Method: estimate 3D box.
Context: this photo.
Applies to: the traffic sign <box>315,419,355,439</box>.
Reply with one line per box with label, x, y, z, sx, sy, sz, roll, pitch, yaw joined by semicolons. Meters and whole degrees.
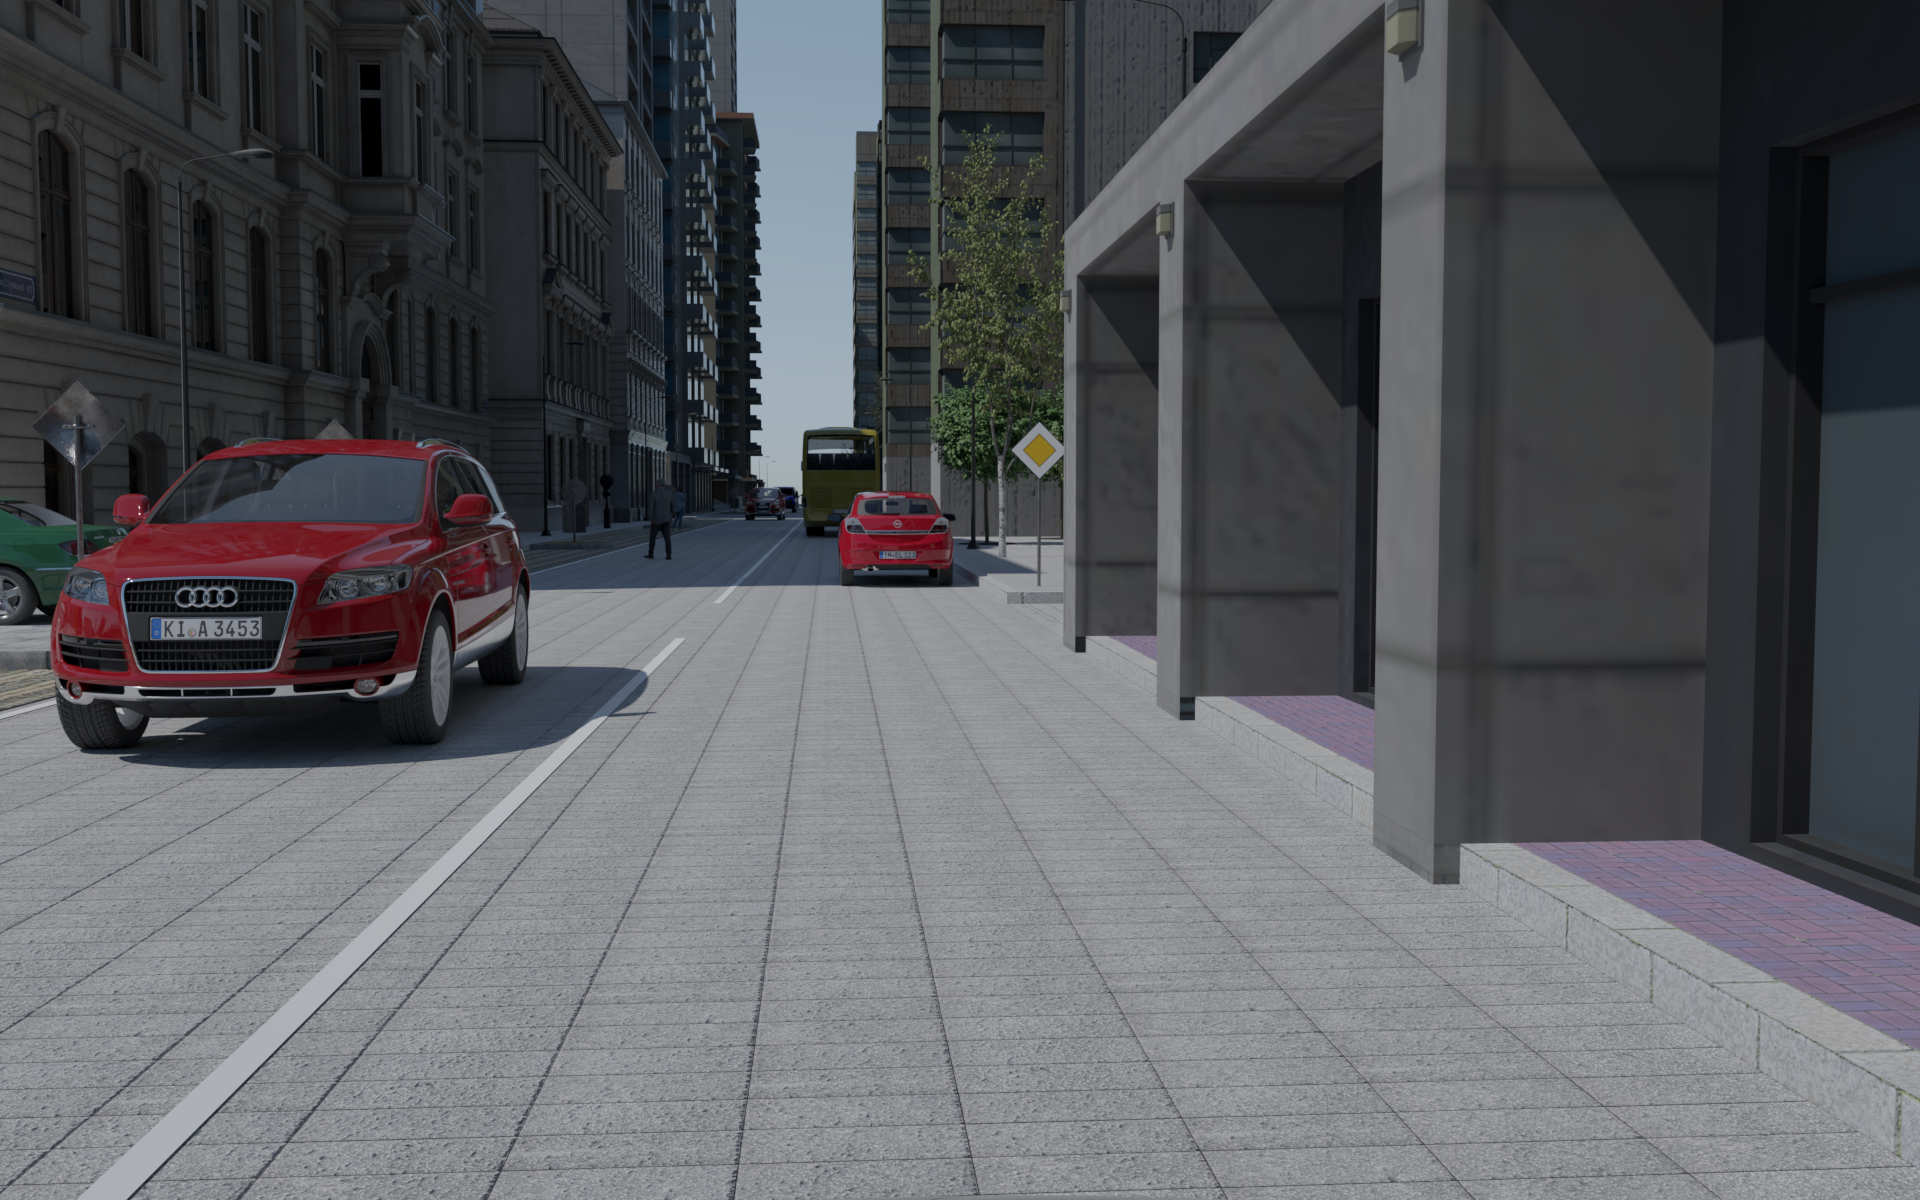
traffic sign;-8.421;-1.206;23.363;0.795;2.450;0.064;0;4;-4

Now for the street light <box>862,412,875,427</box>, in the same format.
street light;-4.702;-7.710;98.605;1.470;5.913;1.316;0;4;-4

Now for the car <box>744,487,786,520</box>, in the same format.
car;-10.745;-5.330;95.817;2.281;1.827;5.304;0;4;-3

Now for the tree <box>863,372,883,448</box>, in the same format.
tree;-2.988;-8.861;95.236;4.360;8.622;3.978;0;3;0

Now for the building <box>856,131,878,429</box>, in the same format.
building;-4.898;-31.499;198.607;14.154;41.232;14.086;0;4;-4

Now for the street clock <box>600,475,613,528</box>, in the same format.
street clock;-13.187;-3.675;64.653;0.471;2.002;0.358;2;4;26

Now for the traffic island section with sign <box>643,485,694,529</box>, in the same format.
traffic island section with sign;-12.118;-3.885;72.142;1.989;1.847;2.006;0;4;-4

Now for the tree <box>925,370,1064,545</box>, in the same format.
tree;0.757;-3.698;44.176;4.285;4.588;4.351;0;3;0

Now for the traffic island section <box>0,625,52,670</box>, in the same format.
traffic island section;-7.846;0.417;15.460;2.009;0.180;2.903;0;4;-4

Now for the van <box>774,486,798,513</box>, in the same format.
van;-13.627;-7.926;133.972;2.240;2.365;5.245;0;4;-3

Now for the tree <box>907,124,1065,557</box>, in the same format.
tree;0.899;-5.159;34.708;4.737;8.622;4.395;0;3;0

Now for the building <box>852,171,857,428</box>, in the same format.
building;-4.508;-38.157;247.562;21.300;48.544;21.600;0;4;-4

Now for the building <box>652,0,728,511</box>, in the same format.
building;-30.383;-31.380;132.664;23.786;49.044;30.456;0;4;-4

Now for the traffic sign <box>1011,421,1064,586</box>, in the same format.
traffic sign;1.098;-1.248;24.055;0.795;2.450;0.064;0;4;-4

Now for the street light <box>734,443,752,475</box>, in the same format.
street light;-20.092;-11.385;158.685;1.470;5.913;1.316;0;4;-4

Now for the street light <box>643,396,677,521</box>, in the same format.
street light;-14.324;-6.694;81.987;1.470;5.913;1.316;0;4;-4

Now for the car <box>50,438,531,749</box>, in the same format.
car;-4.154;-0.173;11.499;2.281;1.827;5.304;0;4;-6

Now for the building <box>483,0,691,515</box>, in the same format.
building;-27.481;-40.857;106.271;20.563;71.187;20.611;0;4;-4

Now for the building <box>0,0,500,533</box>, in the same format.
building;-19.210;-13.446;38.934;14.460;24.649;34.723;0;4;-4

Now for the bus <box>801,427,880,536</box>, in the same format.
bus;-4.351;-4.333;62.393;2.896;3.916;12.252;0;4;-5

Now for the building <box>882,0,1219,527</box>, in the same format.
building;3.337;-18.891;80.572;14.160;30.474;14.107;0;4;-4

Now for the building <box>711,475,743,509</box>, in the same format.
building;-36.782;-28.624;159.885;32.217;40.220;23.993;0;4;-4

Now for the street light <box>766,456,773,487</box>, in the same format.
street light;-24.114;-14.716;213.146;1.470;5.913;1.316;0;4;-4

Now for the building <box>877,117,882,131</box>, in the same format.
building;-0.774;-36.809;221.437;23.786;49.044;30.456;0;4;-4

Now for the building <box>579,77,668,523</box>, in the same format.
building;-20.058;-14.437;85.189;9.793;20.994;18.267;0;4;-4

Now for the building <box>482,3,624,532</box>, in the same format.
building;-19.300;-12.348;66.510;10.561;19.102;19.286;0;4;-4

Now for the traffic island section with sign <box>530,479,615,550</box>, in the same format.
traffic island section with sign;-10.087;-2.241;45.263;1.989;1.847;2.006;0;4;-4

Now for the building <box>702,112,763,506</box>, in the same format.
building;-33.650;-33.017;194.460;22.147;44.769;28.867;0;4;-4

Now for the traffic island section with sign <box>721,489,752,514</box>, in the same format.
traffic island section with sign;-15.957;-7.008;123.202;1.989;1.847;2.006;0;4;-4

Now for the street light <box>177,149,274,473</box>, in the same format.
street light;-9.936;-3.113;23.435;1.470;5.913;1.316;0;4;-4

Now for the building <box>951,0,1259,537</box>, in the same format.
building;5.897;-17.527;58.264;14.160;30.474;14.107;0;4;-4

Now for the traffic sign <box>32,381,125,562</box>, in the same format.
traffic sign;-7.823;-0.719;15.400;0.795;2.450;0.064;0;4;-4

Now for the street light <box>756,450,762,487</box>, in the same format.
street light;-21.796;-12.892;183.319;1.470;5.913;1.316;0;4;-4

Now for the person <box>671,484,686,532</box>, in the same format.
person;-10.622;-3.460;65.329;0.793;1.790;0.793;1;4;13

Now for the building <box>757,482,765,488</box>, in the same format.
building;-43.825;-33.711;243.053;32.217;40.220;23.993;0;4;-4

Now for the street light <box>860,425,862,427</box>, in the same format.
street light;-5.997;-8.813;116.631;1.470;5.913;1.316;0;4;-4

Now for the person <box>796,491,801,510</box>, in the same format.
person;-14.932;-9.135;158.525;0.621;1.740;0.551;1;4;12

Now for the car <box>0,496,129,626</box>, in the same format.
car;-11.876;-0.471;19.506;4.920;1.459;2.131;0;4;-6

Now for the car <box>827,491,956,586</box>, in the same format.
car;-1.106;-1.192;28.531;2.155;1.783;4.494;0;4;-4

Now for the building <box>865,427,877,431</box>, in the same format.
building;2.601;-51.735;158.531;22.319;86.520;31.000;0;4;-4

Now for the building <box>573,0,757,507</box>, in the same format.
building;-36.266;-47.719;218.461;20.563;71.187;20.611;0;4;-4

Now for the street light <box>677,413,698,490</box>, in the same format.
street light;-15.738;-7.762;99.447;1.470;5.913;1.316;0;4;-4

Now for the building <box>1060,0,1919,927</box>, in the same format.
building;11.921;-34.648;4.746;20.563;71.187;20.611;0;4;-4

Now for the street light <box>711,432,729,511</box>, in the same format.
street light;-17.850;-9.551;128.701;1.470;5.913;1.316;0;4;-4

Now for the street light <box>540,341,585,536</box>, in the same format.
street light;-12.101;-4.905;52.742;1.470;5.913;1.316;0;4;-4

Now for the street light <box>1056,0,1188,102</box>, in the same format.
street light;1.520;-2.660;16.029;1.470;5.913;1.316;0;4;-4

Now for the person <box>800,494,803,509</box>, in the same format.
person;-14.908;-9.468;164.121;1.217;1.723;0.721;1;4;16

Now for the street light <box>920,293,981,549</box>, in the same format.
street light;-0.230;-4.133;40.116;1.470;5.913;1.316;0;4;-4

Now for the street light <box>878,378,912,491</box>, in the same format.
street light;-2.516;-5.921;69.357;1.470;5.913;1.316;0;4;-4

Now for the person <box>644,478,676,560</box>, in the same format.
person;-6.603;-1.780;37.999;0.661;1.777;0.834;-3;5;-44

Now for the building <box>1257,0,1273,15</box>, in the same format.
building;20.962;-25.312;33.468;30.456;49.044;23.786;0;4;-4
